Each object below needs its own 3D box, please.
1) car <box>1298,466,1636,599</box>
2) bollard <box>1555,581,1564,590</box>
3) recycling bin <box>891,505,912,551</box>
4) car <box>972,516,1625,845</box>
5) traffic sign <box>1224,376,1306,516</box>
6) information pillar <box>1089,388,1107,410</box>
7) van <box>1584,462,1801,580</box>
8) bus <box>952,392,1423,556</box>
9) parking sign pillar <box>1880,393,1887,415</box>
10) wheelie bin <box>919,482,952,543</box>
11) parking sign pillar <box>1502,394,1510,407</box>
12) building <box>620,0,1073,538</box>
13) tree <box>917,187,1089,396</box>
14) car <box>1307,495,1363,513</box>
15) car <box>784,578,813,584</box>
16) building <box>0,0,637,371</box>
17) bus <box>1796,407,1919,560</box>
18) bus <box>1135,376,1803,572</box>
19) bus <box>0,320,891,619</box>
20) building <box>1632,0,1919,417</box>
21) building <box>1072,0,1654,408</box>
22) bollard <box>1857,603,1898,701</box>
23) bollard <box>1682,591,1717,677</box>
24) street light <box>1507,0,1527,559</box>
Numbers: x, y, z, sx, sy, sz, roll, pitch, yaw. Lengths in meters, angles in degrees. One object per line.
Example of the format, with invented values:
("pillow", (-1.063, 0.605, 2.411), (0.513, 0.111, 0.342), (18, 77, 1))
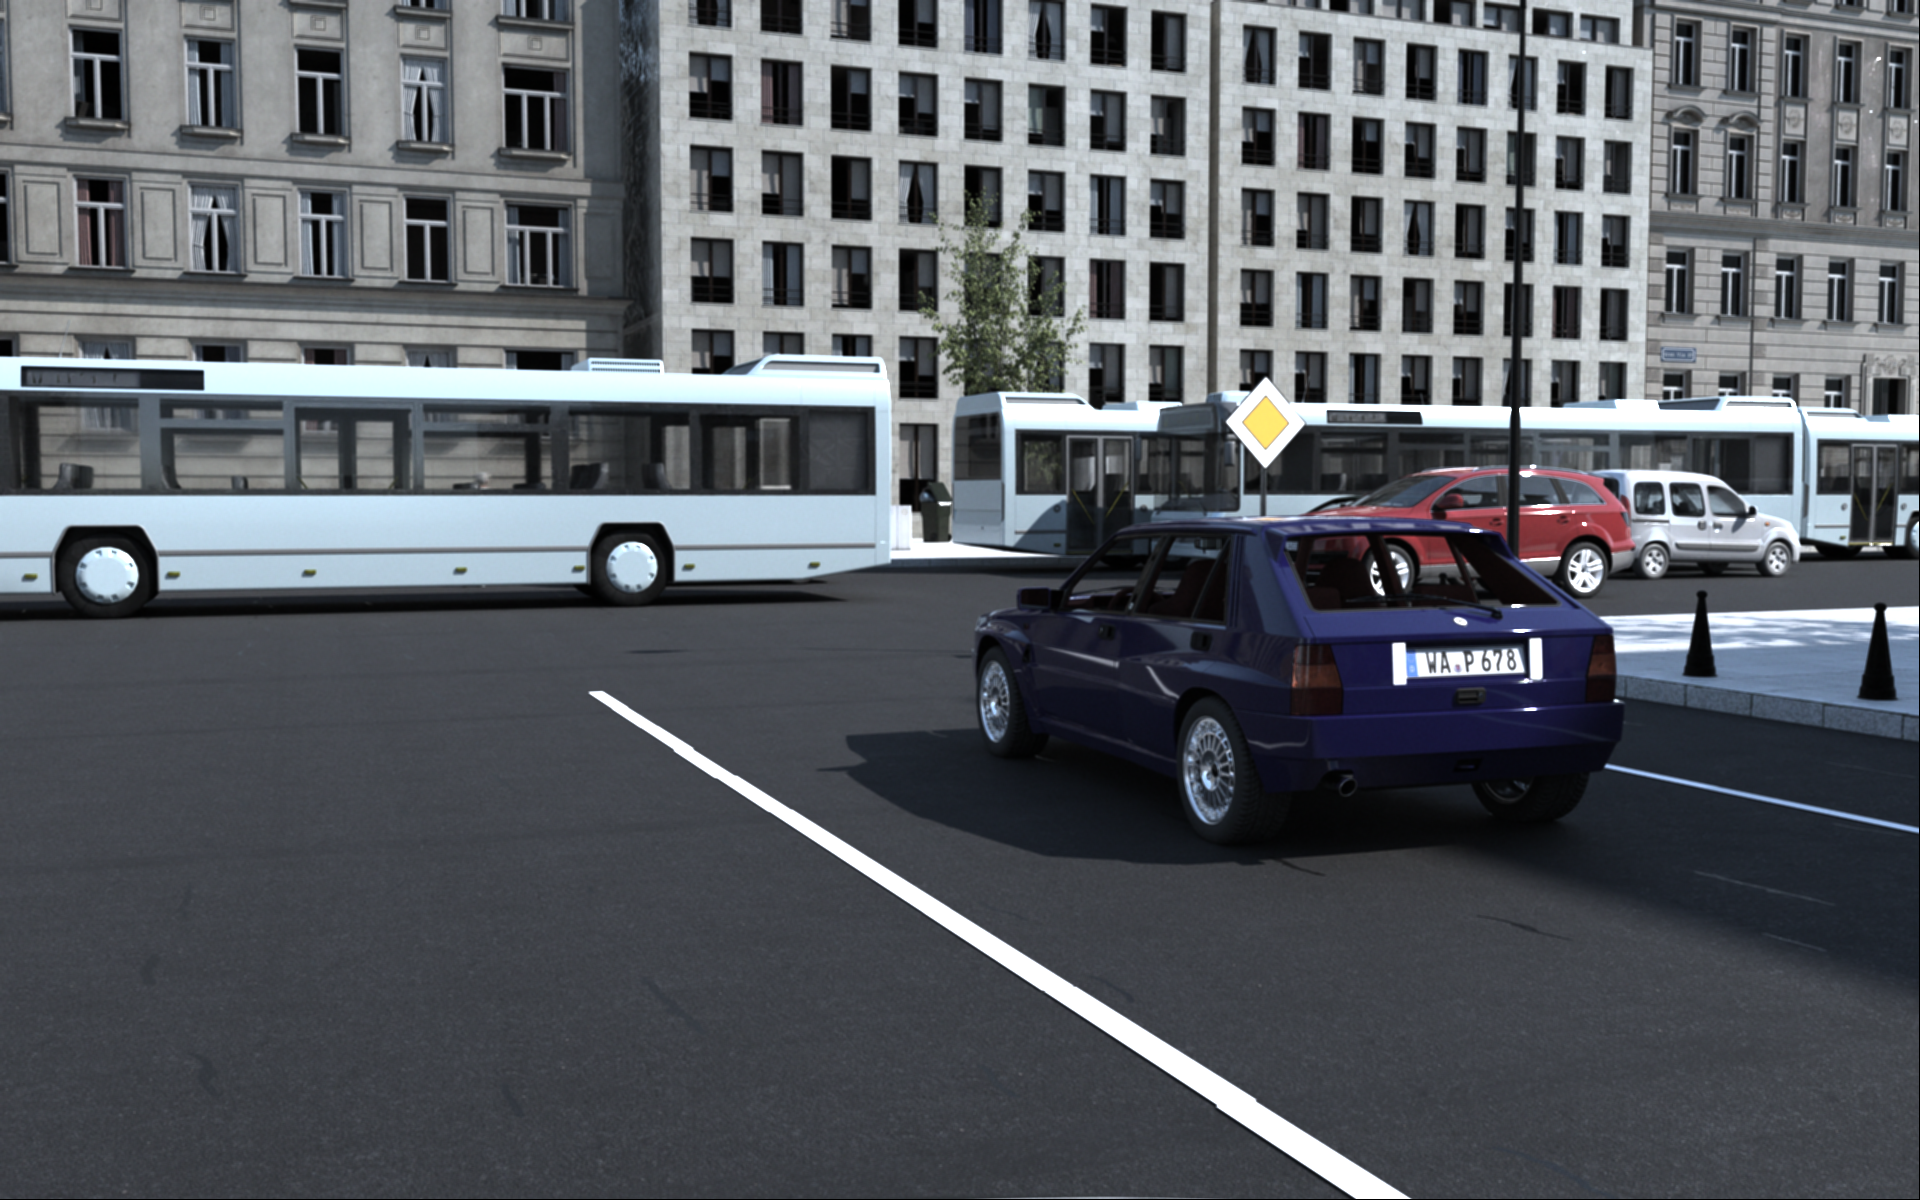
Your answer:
("car", (6.818, -0.943, 24.083), (5.304, 1.827, 2.281), (-1, 4, -20))
("bollard", (4.695, 0.150, 13.584), (0.229, 0.601, 0.229), (0, 3, 0))
("recycling bin", (-1.548, -1.651, 39.551), (0.722, 1.027, 0.722), (-1, 4, -20))
("car", (1.377, 0.244, 8.595), (1.945, 1.354, 3.894), (-1, 4, -20))
("traffic sign", (2.588, -0.683, 14.802), (0.795, 2.450, 0.064), (-1, 4, -21))
("information pillar", (3.054, -2.874, 38.341), (0.504, 3.616, 0.183), (-2, 4, -29))
("van", (12.626, -1.415, 30.152), (4.112, 2.044, 2.013), (-1, 4, -20))
("bus", (6.452, -2.422, 34.453), (13.247, 3.499, 2.948), (-1, 4, -22))
("parking sign pillar", (24.165, -3.500, 45.695), (1.447, 3.967, 1.447), (2, 4, 29))
("wheelie bin", (-0.669, -2.335, 46.078), (0.693, 1.594, 0.980), (3, 5, 40))
("parking sign pillar", (15.006, -3.610, 47.492), (1.447, 3.967, 1.447), (1, 4, 9))
("building", (-2.118, -12.224, 54.608), (16.860, 20.320, 10.420), (-1, 4, -21))
("tree", (0.943, -5.579, 41.584), (4.737, 8.622, 4.395), (0, 3, 0))
("car", (6.178, -1.034, 26.686), (4.222, 1.686, 2.009), (-1, 4, -20))
("car", (-3.988, -1.095, 27.686), (4.222, 1.686, 2.009), (-1, 4, -23))
("building", (-25.144, -13.195, 49.026), (30.059, 22.955, 16.112), (-1, 4, -21))
("bus", (23.395, -2.758, 39.952), (13.247, 3.499, 2.948), (-1, 4, -22))
("bus", (9.184, -2.247, 31.599), (13.247, 3.499, 2.948), (-1, 4, -19))
("bus", (-7.539, -1.648, 21.811), (13.247, 3.499, 2.948), (-1, 4, -21))
("building", (32.967, -16.677, 69.934), (25.104, 27.353, 12.463), (-1, 4, -21))
("building", (13.928, -12.629, 61.230), (16.860, 20.320, 10.420), (-1, 4, -21))
("bollard", (5.758, 0.317, 10.851), (0.229, 0.601, 0.229), (0, 3, 0))
("bollard", (5.228, 0.234, 12.221), (0.229, 0.601, 0.229), (0, 3, 0))
("street light", (4.210, -2.564, 14.462), (1.470, 5.913, 1.316), (-1, 4, -21))
